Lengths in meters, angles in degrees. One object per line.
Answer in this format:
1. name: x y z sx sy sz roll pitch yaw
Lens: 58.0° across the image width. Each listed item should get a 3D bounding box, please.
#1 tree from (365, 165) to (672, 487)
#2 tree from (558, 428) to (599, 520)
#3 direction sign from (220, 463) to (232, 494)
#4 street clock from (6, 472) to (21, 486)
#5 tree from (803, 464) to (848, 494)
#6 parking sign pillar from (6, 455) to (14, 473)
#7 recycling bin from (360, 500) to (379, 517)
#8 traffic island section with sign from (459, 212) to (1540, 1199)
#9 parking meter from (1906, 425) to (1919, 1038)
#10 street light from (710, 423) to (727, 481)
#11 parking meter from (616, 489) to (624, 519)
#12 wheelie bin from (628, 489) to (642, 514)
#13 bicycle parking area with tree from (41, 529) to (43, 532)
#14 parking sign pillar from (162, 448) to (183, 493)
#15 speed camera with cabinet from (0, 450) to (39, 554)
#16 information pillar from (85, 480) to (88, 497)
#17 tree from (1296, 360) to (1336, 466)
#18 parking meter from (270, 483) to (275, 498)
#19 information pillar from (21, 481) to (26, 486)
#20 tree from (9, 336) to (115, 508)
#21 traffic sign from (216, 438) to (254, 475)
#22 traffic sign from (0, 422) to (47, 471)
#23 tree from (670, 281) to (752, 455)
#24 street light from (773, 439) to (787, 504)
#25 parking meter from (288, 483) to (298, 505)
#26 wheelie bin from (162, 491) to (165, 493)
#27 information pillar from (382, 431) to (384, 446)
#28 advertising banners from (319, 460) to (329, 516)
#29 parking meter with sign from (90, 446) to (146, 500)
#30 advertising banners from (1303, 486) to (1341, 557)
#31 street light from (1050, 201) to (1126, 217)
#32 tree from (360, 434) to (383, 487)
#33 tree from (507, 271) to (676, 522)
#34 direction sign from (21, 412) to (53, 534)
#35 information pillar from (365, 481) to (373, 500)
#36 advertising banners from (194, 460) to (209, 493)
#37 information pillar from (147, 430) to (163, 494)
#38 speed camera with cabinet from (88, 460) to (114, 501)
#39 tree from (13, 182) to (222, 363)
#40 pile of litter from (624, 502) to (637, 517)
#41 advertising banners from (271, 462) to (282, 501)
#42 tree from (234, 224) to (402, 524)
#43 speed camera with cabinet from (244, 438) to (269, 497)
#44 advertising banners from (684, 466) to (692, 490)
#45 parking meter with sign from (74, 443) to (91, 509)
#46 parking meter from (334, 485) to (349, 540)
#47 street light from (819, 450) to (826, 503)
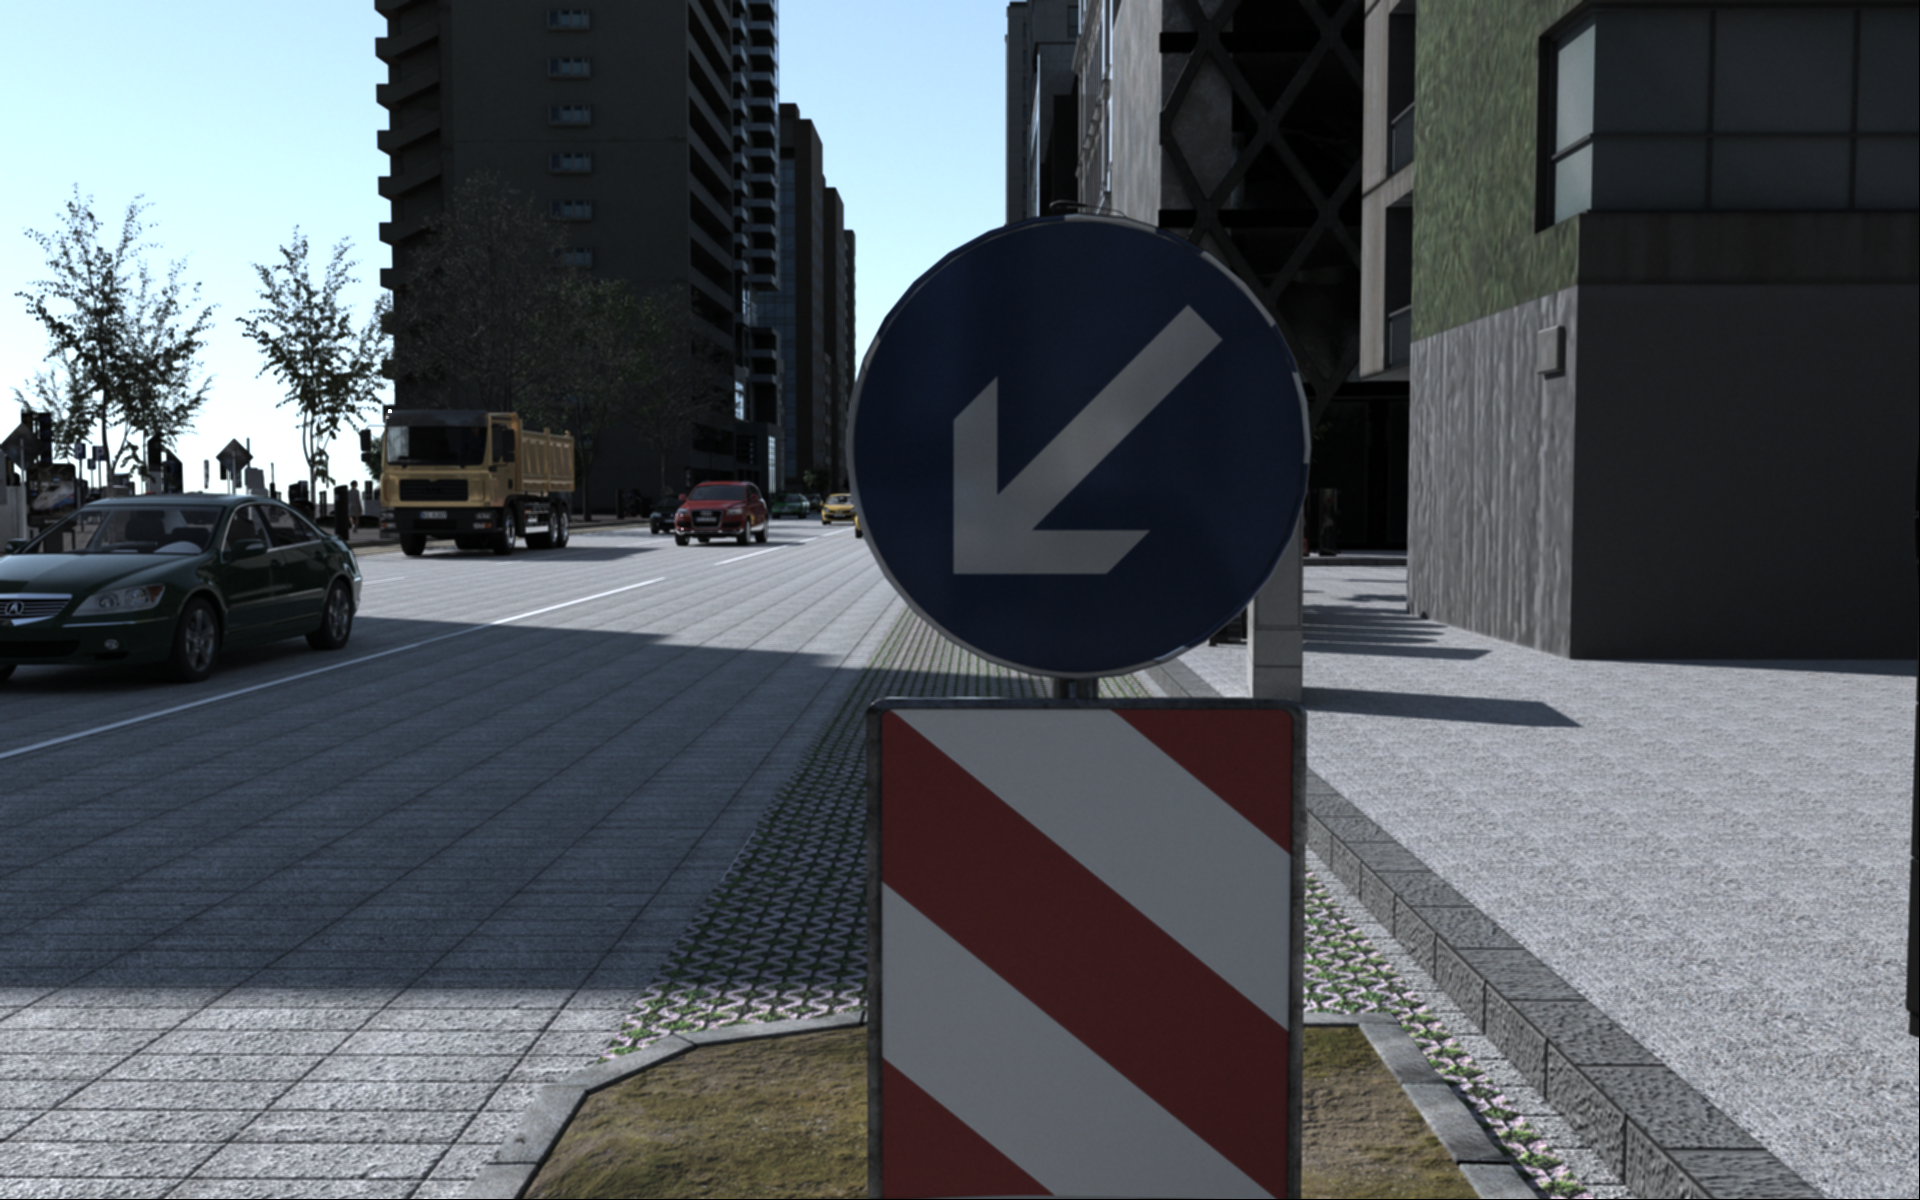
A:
1. tree: -17.476 -9.504 65.765 12.009 13.543 11.850 0 3 0
2. tree: -19.603 -6.243 85.794 4.285 4.588 4.351 0 3 0
3. direction sign: -40.544 -6.363 96.031 0.876 3.537 0.379 -3 4 -38
4. street clock: -31.389 -3.232 57.418 0.471 2.002 0.358 1 4 20
5. tree: -15.408 -12.531 188.591 4.285 4.588 4.351 0 3 0
6. parking sign pillar: -59.615 -7.300 107.822 1.447 3.967 1.447 3 5 42
7. recycling bin: -25.704 -3.851 75.524 0.722 1.027 0.722 -3 4 -36
8. traffic island section with sign: 0.074 0.329 3.254 1.989 1.847 2.006 0 4 1
9. parking meter: 2.427 0.106 3.977 0.399 1.863 0.255 -1 4 -16
10. street light: -15.717 -8.584 112.887 1.470 5.913 1.316 0 4 1
11. parking meter: -17.466 -4.932 89.042 0.372 1.533 0.369 0 3 0
12. wheelie bin: -20.938 -6.335 111.485 0.693 1.594 0.980 2 4 31
13. bicycle parking area with tree: -32.178 -3.883 50.483 8.231 4.147 9.016 1 4 22
14. parking sign pillar: -46.039 -6.901 101.296 1.447 3.967 1.447 2 4 30
15. speed camera with cabinet: -20.385 -2.599 36.832 0.660 3.252 2.038 0 4 -3
16. information pillar: -46.649 -5.368 92.260 0.304 2.012 0.304 0 4 3
17. tree: 3.801 -1.696 22.333 1.663 3.219 1.824 0 3 0
18. parking meter: -36.147 -5.222 91.093 0.255 1.863 0.399 -1 4 -20
19. information pillar: -54.397 -5.885 100.717 0.304 2.012 0.304 -1 4 -17
20. tree: -40.233 -7.835 78.468 4.737 8.622 4.395 0 3 0
21. traffic sign: -15.139 -2.077 36.154 0.795 2.593 0.064 0 4 1
22. traffic sign: -15.231 -1.589 28.169 0.795 2.593 0.064 0 4 1
23. tree: -17.099 -11.607 100.148 12.009 13.543 11.850 0 3 0
24. street light: -15.360 -10.689 147.302 1.470 5.913 1.316 0 4 1
25. parking meter: -36.961 -5.517 95.916 0.399 1.863 0.255 -3 4 -38
26. wheelie bin: -43.974 -5.329 95.031 0.693 1.594 0.980 1 4 15
27. information pillar: -18.489 -3.950 55.931 0.183 3.616 0.504 0 4 4
28. advertising banners: -29.712 -5.185 80.963 0.090 3.025 2.074 -1 4 -8
29. parking meter with sign: -30.271 -4.037 62.266 1.738 3.016 0.543 1 4 20
30. advertising banners: 6.987 -2.396 35.369 2.074 3.025 0.090 -2 4 -31
31. street light: 2.128 -3.367 27.586 1.470 5.913 1.316 0 4 1
32. tree: -26.699 -6.018 82.110 4.285 4.588 4.351 0 3 0
33. tree: -17.072 -9.404 79.504 9.928 11.665 9.643 0 3 0
34. direction sign: -25.568 -3.426 48.020 0.876 3.537 0.379 0 4 6
35. information pillar: -32.220 -5.500 94.416 0.304 2.012 0.304 1 4 18
36. advertising banners: -38.879 -5.651 88.575 2.074 3.025 0.090 3 5 40
37. information pillar: -29.491 -4.412 63.487 0.504 3.616 0.183 -3 5 -43
38. speed camera with cabinet: -49.137 -6.419 99.291 0.660 3.252 2.038 3 5 42
39. tree: -20.399 -5.601 41.931 4.360 8.622 3.978 0 3 0
40. pile of litter: -18.456 -5.004 95.778 1.176 0.858 1.719 1 4 20
41. advertising banners: -38.155 -6.144 96.639 0.090 3.025 2.074 0 4 -7
42. tree: -17.914 -5.998 48.432 4.737 8.622 4.395 0 3 0
43. speed camera with cabinet: -24.434 -4.028 60.187 0.660 3.252 2.038 -2 4 -28
44. advertising banners: -16.585 -6.968 110.119 2.074 3.025 0.090 -2 4 -32
45. parking meter with sign: -30.518 -3.812 58.585 0.543 3.016 1.738 2 4 32
46. parking meter: -17.176 -2.427 48.086 0.372 1.533 0.369 0 3 0
47. street light: -14.899 -12.798 181.785 1.470 5.913 1.316 0 4 1
